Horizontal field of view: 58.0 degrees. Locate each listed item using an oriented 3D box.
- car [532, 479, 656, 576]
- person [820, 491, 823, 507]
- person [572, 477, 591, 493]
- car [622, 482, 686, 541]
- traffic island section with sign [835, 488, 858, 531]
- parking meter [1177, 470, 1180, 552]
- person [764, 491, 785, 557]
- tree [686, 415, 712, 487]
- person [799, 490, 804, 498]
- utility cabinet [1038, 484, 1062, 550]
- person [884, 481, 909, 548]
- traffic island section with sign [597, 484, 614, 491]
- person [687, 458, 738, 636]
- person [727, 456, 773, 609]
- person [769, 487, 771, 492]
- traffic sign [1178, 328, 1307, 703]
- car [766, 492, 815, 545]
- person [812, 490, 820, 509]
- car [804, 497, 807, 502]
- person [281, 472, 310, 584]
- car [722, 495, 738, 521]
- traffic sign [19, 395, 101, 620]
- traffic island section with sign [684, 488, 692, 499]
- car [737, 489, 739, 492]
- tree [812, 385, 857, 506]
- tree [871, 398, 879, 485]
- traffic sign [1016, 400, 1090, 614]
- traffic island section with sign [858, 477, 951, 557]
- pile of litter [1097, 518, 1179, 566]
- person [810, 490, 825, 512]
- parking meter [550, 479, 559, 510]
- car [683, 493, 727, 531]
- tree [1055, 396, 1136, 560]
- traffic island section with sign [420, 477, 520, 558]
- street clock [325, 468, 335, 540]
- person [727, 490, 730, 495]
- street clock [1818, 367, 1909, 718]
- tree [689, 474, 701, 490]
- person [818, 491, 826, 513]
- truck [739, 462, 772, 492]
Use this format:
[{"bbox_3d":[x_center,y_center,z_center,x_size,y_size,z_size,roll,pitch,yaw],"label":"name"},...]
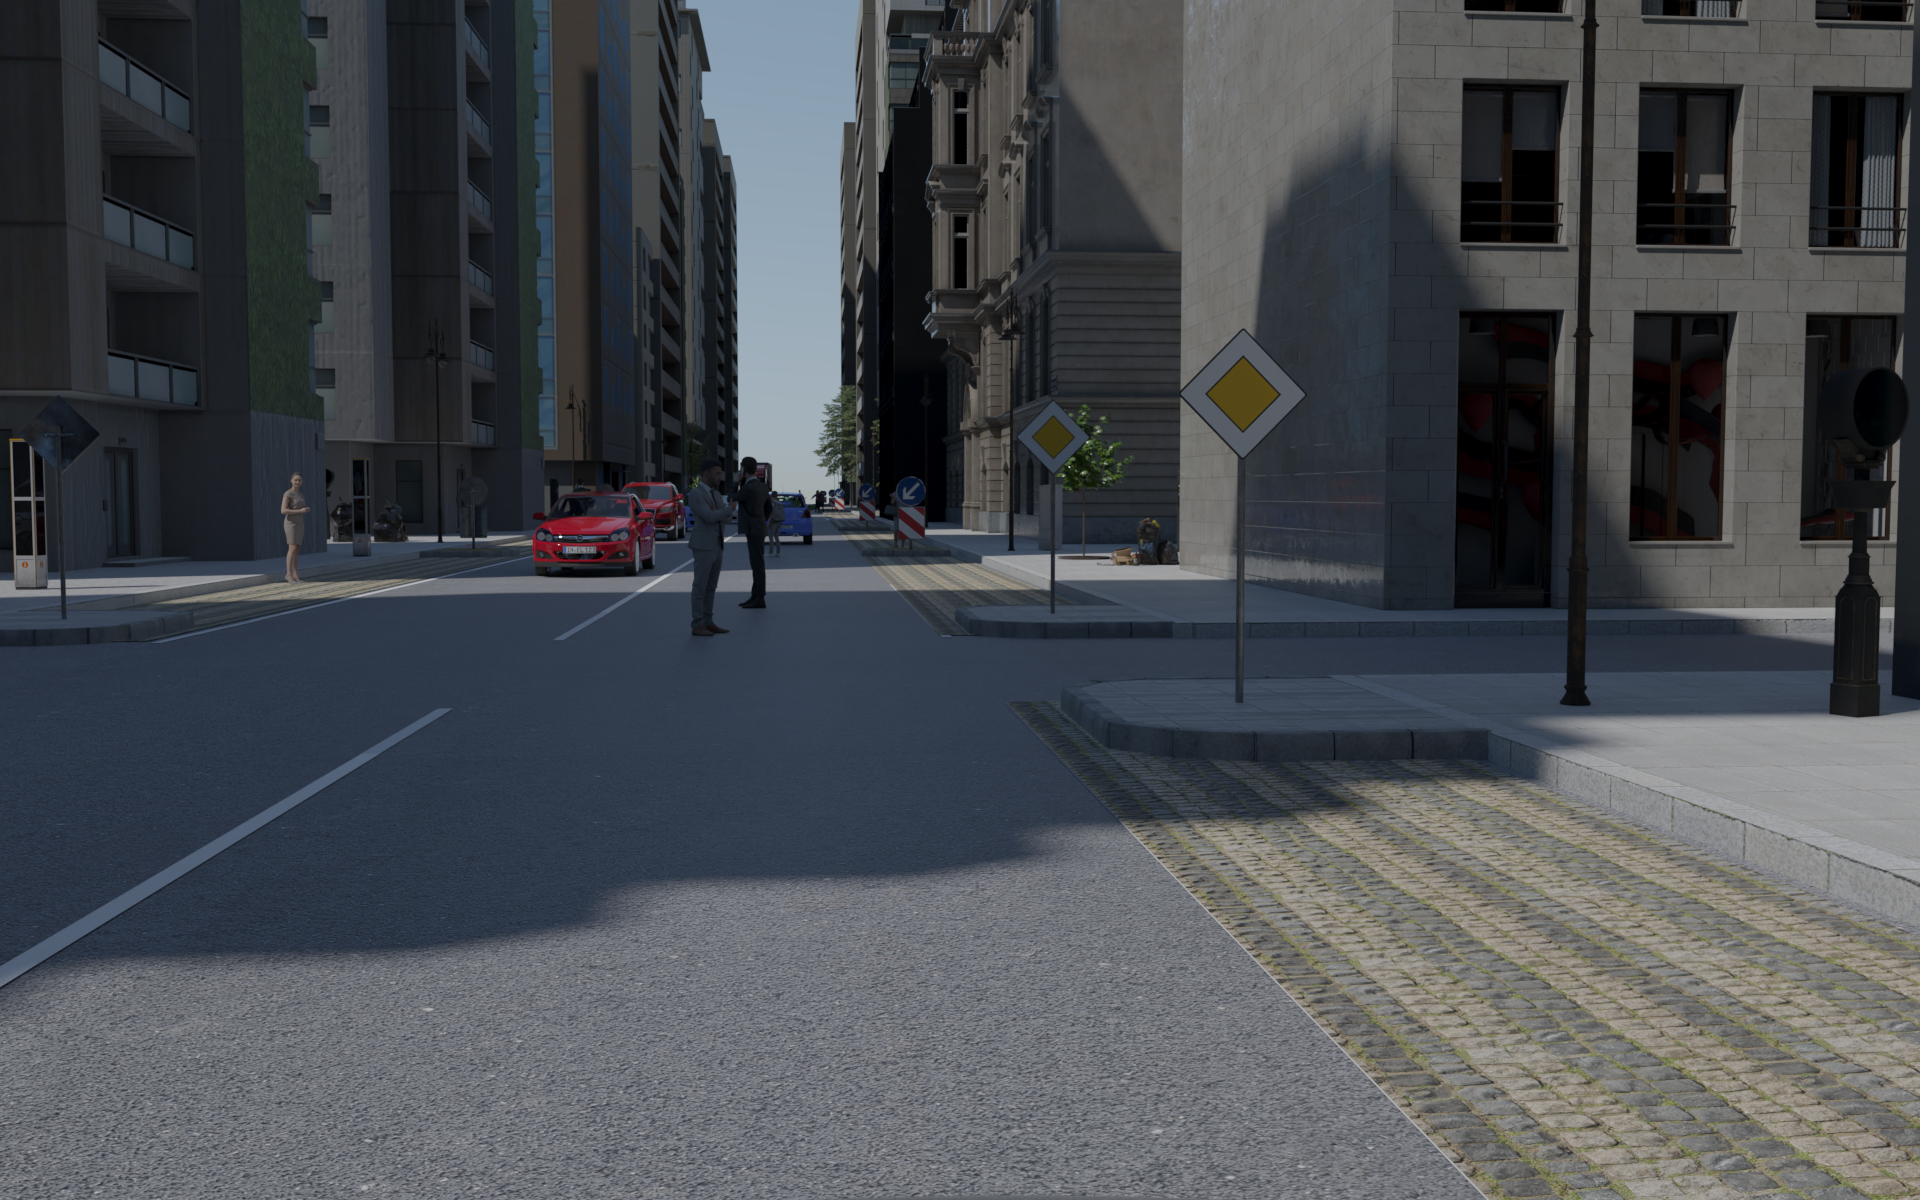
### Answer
[{"bbox_3d":[-6.633,-1.382,31.643,2.155,1.783,4.494,0,4,-4],"label":"car"},{"bbox_3d":[-15.642,-11.415,195.162,0.705,1.821,1.348,-1,4,-9],"label":"person"},{"bbox_3d":[-10.335,-2.418,47.403,0.474,1.900,0.648,3,5,43],"label":"person"},{"bbox_3d":[-9.782,-2.801,54.477,2.281,1.827,5.304,0,4,-5],"label":"car"},{"bbox_3d":[-3.752,-3.599,67.468,1.989,1.847,2.006,0,4,-5],"label":"traffic island section with sign"},{"bbox_3d":[4.950,-1.982,38.112,0.255,1.863,0.399,2,4,26],"label":"parking meter"},{"bbox_3d":[-4.237,-1.737,39.501,0.523,1.515,0.503,0,4,0],"label":"person"},{"bbox_3d":[-25.411,-12.978,162.548,4.737,8.622,4.395,0,3,0],"label":"tree"},{"bbox_3d":[-14.477,-9.036,156.255,1.348,1.821,0.705,3,5,43],"label":"person"},{"bbox_3d":[2.072,-1.904,39.812,0.318,1.500,1.173,1,4,16],"label":"utility cabinet"},{"bbox_3d":[-1.566,-2.137,43.801,0.716,1.782,0.532,0,4,-1],"label":"person"},{"bbox_3d":[-13.691,-3.572,67.028,1.989,1.847,2.006,0,4,-5],"label":"traffic island section with sign"},{"bbox_3d":[-2.503,-0.546,17.605,0.466,1.800,0.511,0,4,7],"label":"person"},{"bbox_3d":[-2.648,-0.850,21.766,0.474,1.900,0.648,1,4,10],"label":"person"},{"bbox_3d":[-10.657,-5.395,96.665,1.348,1.831,0.705,2,4,34],"label":"person"},{"bbox_3d":[1.717,-0.426,10.601,0.795,2.450,0.064,0,4,-5],"label":"traffic sign"},{"bbox_3d":[-5.156,-2.488,50.276,1.945,1.707,3.694,0,4,-7],"label":"car"},{"bbox_3d":[-13.342,-9.436,162.872,1.348,1.812,0.705,-2,4,-35],"label":"person"},{"bbox_3d":[-18.922,-11.778,202.360,2.009,1.686,4.222,0,4,-4],"label":"car"},{"bbox_3d":[-10.636,-1.157,27.757,0.374,1.781,0.599,1,4,12],"label":"person"},{"bbox_3d":[-11.338,-4.418,84.591,2.083,1.381,4.827,0,4,-5],"label":"car"},{"bbox_3d":[-9.161,-0.857,17.654,0.795,2.450,0.064,0,4,-5],"label":"traffic sign"},{"bbox_3d":[-18.157,-6.581,116.223,1.989,1.847,2.006,0,4,-5],"label":"traffic island section with sign"},{"bbox_3d":[-17.513,-8.116,141.376,2.281,1.827,5.304,0,4,-5],"label":"car"},{"bbox_3d":[-11.555,-16.067,180.828,7.486,12.596,7.792,0,3,0],"label":"tree"},{"bbox_3d":[-3.504,-9.324,102.815,4.737,8.622,4.395,0,3,0],"label":"tree"},{"bbox_3d":[0.993,-0.912,18.553,0.795,2.450,0.064,0,4,-5],"label":"traffic sign"},{"bbox_3d":[-1.288,-1.932,40.224,1.989,1.847,2.006,0,4,-5],"label":"traffic island section with sign"},{"bbox_3d":[3.260,-1.069,31.441,1.719,0.858,1.176,-1,4,-9],"label":"pile of litter"},{"bbox_3d":[-11.198,-7.768,136.230,1.217,1.743,0.721,1,4,14],"label":"person"},{"bbox_3d":[-15.623,-3.732,66.724,0.255,1.863,0.399,0,4,2],"label":"parking meter"},{"bbox_3d":[-9.949,-3.492,66.690,1.945,1.707,3.694,0,4,-6],"label":"car"},{"bbox_3d":[2.355,-2.410,34.008,1.663,3.219,1.824,0,3,0],"label":"tree"},{"bbox_3d":[-11.198,-1.902,39.728,1.989,1.847,2.006,0,4,-5],"label":"traffic island section with sign"},{"bbox_3d":[-17.875,-2.706,48.806,0.471,2.002,0.358,0,4,-7],"label":"street clock"},{"bbox_3d":[-21.095,-9.216,159.166,1.348,1.826,0.705,-1,4,-11],"label":"person"},{"bbox_3d":[5.186,-0.331,9.983,0.471,2.002,0.358,-2,4,-24],"label":"street clock"},{"bbox_3d":[-25.498,-10.649,168.714,1.663,3.219,1.824,0,3,0],"label":"tree"},{"bbox_3d":[-10.527,-7.494,131.941,0.541,1.710,0.530,3,5,44],"label":"person"},{"bbox_3d":[-18.258,-10.144,154.768,2.839,4.237,11.283,0,4,-3],"label":"truck"}]
